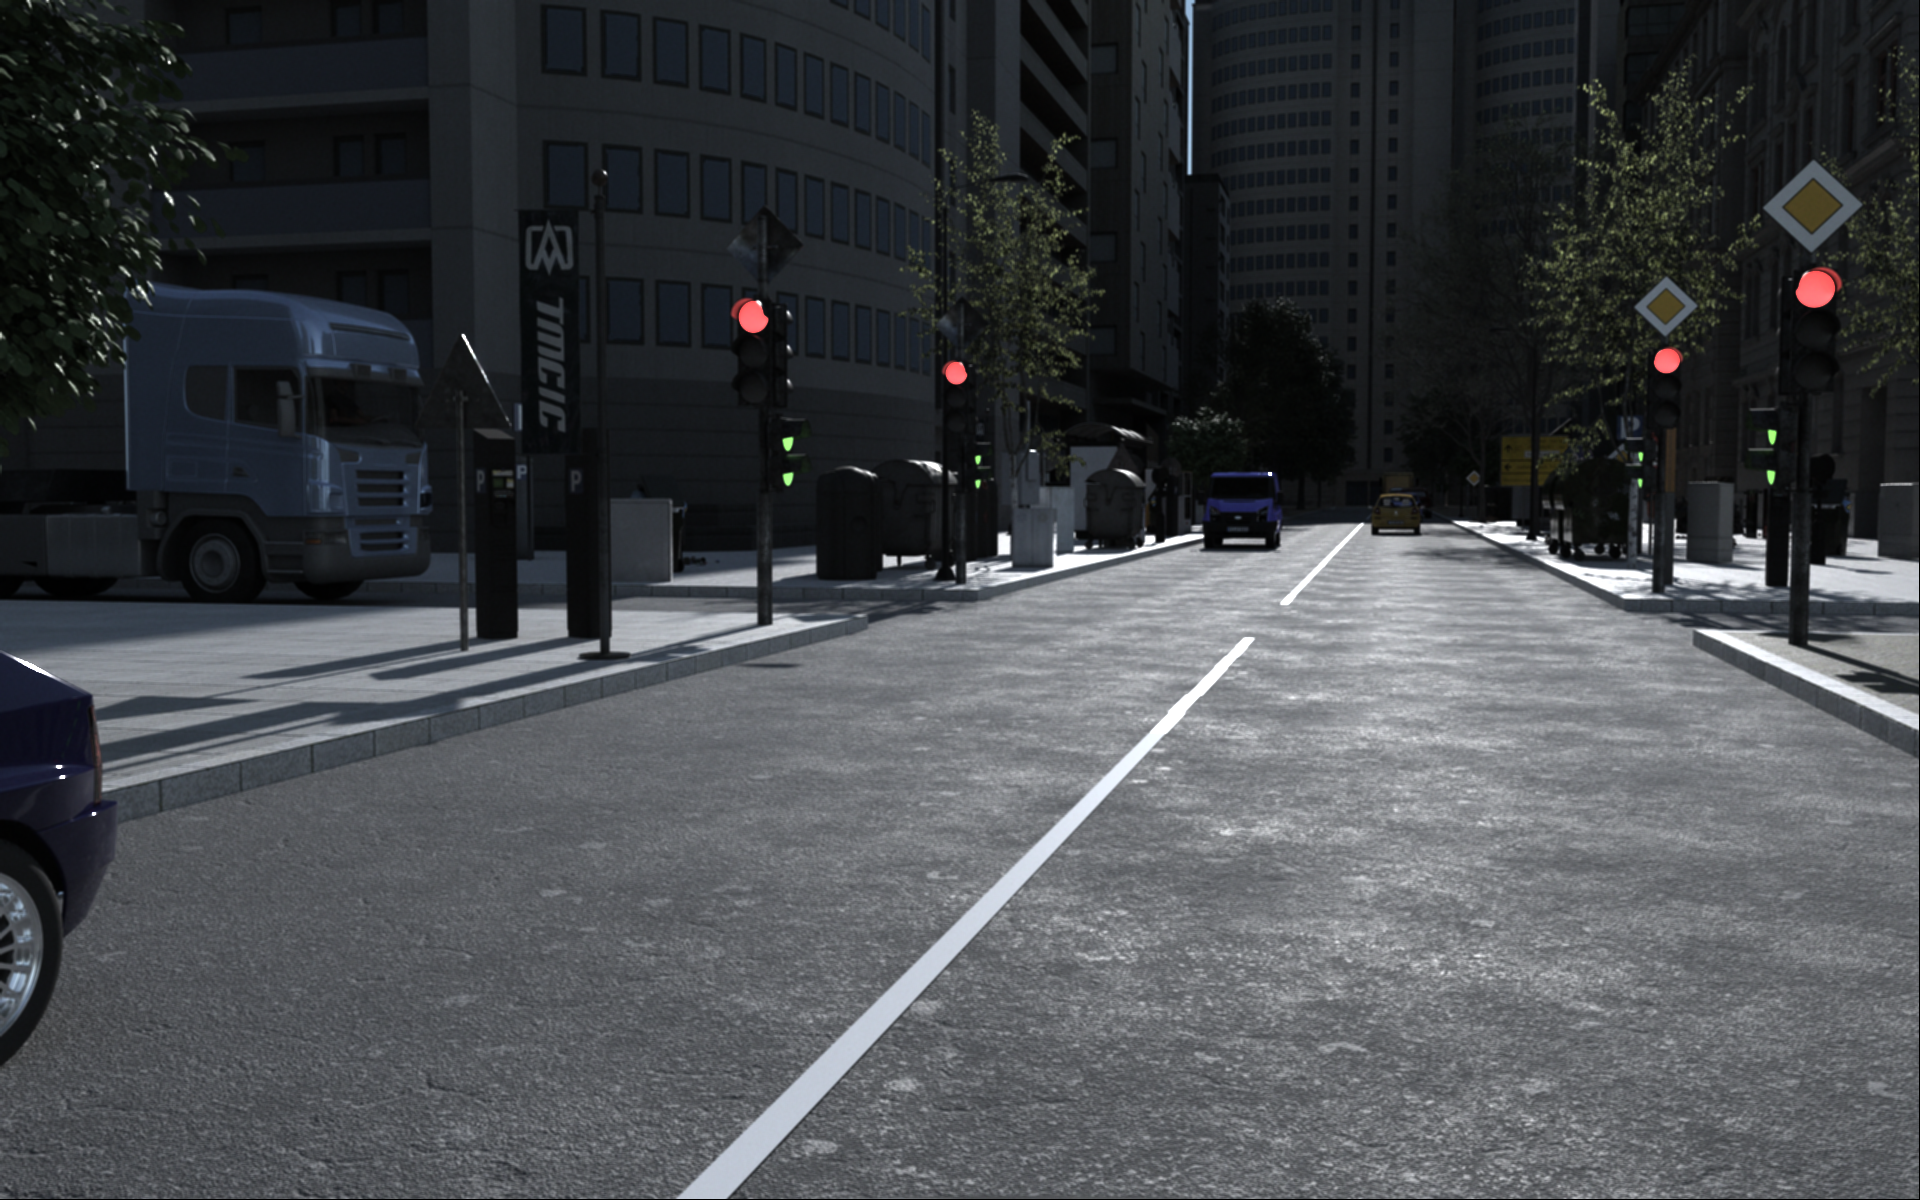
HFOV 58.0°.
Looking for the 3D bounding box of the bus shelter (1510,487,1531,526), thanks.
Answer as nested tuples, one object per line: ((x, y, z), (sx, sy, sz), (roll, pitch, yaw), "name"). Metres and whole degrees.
((22.563, -4.521, 67.847), (2.014, 3.302, 5.546), (1, 4, 14), "bus shelter")

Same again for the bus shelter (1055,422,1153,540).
((4.330, -3.504, 51.210), (2.014, 3.302, 5.546), (1, 4, 14), "bus shelter")

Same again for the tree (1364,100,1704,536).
((17.954, -8.781, 53.939), (12.009, 13.543, 11.850), (0, 3, 0), "tree")

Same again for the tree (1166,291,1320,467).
((12.954, -8.869, 79.422), (7.601, 10.594, 8.767), (1, 4, 9), "tree")

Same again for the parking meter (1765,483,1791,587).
((11.364, -1.122, 24.053), (0.255, 1.863, 0.399), (1, 4, 19), "parking meter")

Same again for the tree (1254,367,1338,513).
((21.886, -11.792, 118.557), (9.928, 11.665, 9.643), (0, 3, 0), "tree")

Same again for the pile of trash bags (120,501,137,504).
((-40.835, -4.811, 88.404), (3.447, 1.369, 1.912), (2, 4, 29), "pile of trash bags")

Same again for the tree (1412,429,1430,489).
((39.781, -11.799, 143.280), (4.360, 8.622, 3.978), (0, 3, 0), "tree")

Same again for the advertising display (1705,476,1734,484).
((27.741, -3.555, 63.339), (0.974, 1.923, 0.123), (1, 4, 20), "advertising display")

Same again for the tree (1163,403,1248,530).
((8.980, -4.844, 62.910), (4.285, 4.588, 4.351), (0, 3, 0), "tree")

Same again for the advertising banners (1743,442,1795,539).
((23.255, -3.277, 49.768), (0.090, 3.025, 2.074), (-1, 4, -12), "advertising banners")

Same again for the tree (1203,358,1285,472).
((14.862, -8.538, 89.957), (4.737, 8.622, 4.395), (0, 3, 0), "tree")

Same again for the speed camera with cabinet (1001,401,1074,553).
((1.695, -2.635, 37.413), (0.660, 3.252, 2.038), (3, 4, 37), "speed camera with cabinet")

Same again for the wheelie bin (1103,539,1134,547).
((3.822, -2.110, 42.412), (0.980, 1.594, 0.693), (-2, 4, -25), "wheelie bin")

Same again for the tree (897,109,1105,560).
((0.973, -5.065, 33.169), (4.360, 8.622, 3.978), (0, 3, 0), "tree")

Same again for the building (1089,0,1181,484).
((0.044, -32.198, 115.672), (28.713, 52.752, 27.495), (1, 4, 14), "building")

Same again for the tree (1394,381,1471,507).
((46.566, -15.406, 170.016), (7.486, 12.596, 7.792), (0, 3, 0), "tree")

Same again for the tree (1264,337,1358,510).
((28.018, -14.399, 142.073), (9.857, 13.997, 8.962), (0, 3, 0), "tree")

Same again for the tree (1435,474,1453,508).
((44.540, -10.124, 160.126), (1.663, 3.219, 1.824), (0, 3, 0), "tree")

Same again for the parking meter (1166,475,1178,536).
((6.437, -2.864, 52.533), (0.255, 1.863, 0.399), (2, 4, 30), "parking meter")

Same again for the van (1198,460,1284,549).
((7.766, -2.629, 47.376), (2.240, 2.365, 5.245), (1, 4, 13), "van")

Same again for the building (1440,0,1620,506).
((68.152, -39.580, 189.136), (28.212, 58.520, 21.231), (1, 4, 14), "building")

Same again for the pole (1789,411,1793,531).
((20.347, -2.984, 42.632), (0.158, 3.312, 0.155), (0, 3, 0), "pole")

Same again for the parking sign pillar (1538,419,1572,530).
((21.167, -4.493, 61.938), (1.447, 3.967, 1.447), (-1, 4, -18), "parking sign pillar")

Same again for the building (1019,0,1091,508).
((-5.589, -28.450, 88.867), (21.300, 48.544, 21.600), (1, 4, 14), "building")

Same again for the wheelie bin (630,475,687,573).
((-4.960, -1.245, 28.270), (0.980, 1.594, 0.693), (-3, 5, -42), "wheelie bin")

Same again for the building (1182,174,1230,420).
((17.561, -23.747, 159.972), (14.107, 30.474, 14.160), (1, 4, 14), "building")

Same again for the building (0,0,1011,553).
((-11.400, -31.091, 50.335), (21.231, 58.520, 28.212), (1, 4, 14), "building")

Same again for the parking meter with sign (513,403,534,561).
((-8.636, -2.310, 34.033), (0.543, 3.016, 1.738), (-2, 4, -25), "parking meter with sign")

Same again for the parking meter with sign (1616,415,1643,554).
((14.576, -2.530, 37.623), (0.543, 3.016, 1.738), (1, 4, 17), "parking meter with sign")

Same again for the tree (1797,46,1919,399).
((15.726, -4.712, 27.400), (4.360, 8.622, 3.978), (0, 3, 0), "tree")

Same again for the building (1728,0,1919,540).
((33.907, -16.393, 55.408), (14.401, 28.519, 23.554), (1, 4, 14), "building")

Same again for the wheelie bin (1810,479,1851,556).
((18.228, -1.739, 36.346), (0.980, 1.594, 0.693), (3, 5, 45), "wheelie bin")

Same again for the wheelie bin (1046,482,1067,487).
((2.528, -2.312, 45.710), (0.980, 1.594, 0.693), (0, 4, -7), "wheelie bin")

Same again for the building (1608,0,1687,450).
((44.719, -20.061, 99.697), (14.160, 30.474, 14.107), (1, 4, 14), "building")

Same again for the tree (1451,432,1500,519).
((26.907, -6.448, 89.131), (4.285, 4.588, 4.351), (0, 3, 0), "tree")

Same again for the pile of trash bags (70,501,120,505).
((-40.953, -4.301, 80.079), (3.447, 1.369, 1.912), (2, 4, 29), "pile of trash bags")

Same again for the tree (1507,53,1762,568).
((11.669, -4.864, 29.892), (4.360, 8.622, 3.978), (0, 3, 0), "tree")

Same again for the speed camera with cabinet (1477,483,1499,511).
((29.033, -6.095, 93.996), (2.038, 3.252, 0.660), (-2, 4, -29), "speed camera with cabinet")

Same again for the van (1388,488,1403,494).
((29.949, -6.801, 118.214), (2.013, 2.044, 4.112), (1, 4, 13), "van")

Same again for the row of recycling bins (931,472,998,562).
((0.071, -1.674, 34.486), (1.069, 1.692, 3.534), (1, 4, 10), "row of recycling bins")

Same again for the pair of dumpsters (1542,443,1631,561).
((12.703, -1.978, 34.840), (1.574, 2.255, 4.437), (1, 4, 14), "pair of dumpsters")

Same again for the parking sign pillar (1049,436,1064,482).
((4.137, -5.564, 79.443), (1.447, 3.967, 1.447), (3, 5, 43), "parking sign pillar")

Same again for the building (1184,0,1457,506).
((40.770, -40.043, 196.707), (28.212, 58.520, 21.231), (1, 4, 14), "building")

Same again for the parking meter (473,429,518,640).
((-4.127, -0.592, 15.398), (0.255, 1.863, 0.399), (-3, 4, -39), "parking meter")

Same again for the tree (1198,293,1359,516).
((17.998, -11.147, 99.262), (9.611, 12.733, 9.660), (0, 3, 0), "tree")

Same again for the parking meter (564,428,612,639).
((-3.331, -0.599, 15.502), (0.399, 1.863, 0.255), (3, 5, 44), "parking meter")

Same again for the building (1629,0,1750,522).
((38.790, -17.268, 79.587), (12.463, 27.353, 25.104), (1, 4, 14), "building")

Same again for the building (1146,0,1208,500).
((9.349, -42.782, 137.744), (20.563, 71.187, 20.611), (1, 4, 14), "building")

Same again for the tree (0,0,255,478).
((-5.366, -1.525, 8.653), (4.285, 4.588, 4.351), (0, 3, 0), "tree")

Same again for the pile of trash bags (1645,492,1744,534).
((24.225, -2.914, 57.391), (1.912, 1.369, 3.447), (-2, 4, -31), "pile of trash bags")

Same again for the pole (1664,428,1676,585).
((10.024, -1.876, 24.510), (0.158, 3.312, 0.155), (0, 3, 0), "pole")

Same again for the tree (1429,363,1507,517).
((29.133, -9.047, 98.288), (4.360, 8.622, 3.978), (0, 3, 0), "tree")

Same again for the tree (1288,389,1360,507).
((34.552, -15.211, 166.829), (7.486, 12.596, 7.792), (0, 3, 0), "tree")

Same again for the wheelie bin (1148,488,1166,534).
((6.537, -2.967, 56.410), (0.693, 1.594, 0.980), (1, 4, 22), "wheelie bin")
